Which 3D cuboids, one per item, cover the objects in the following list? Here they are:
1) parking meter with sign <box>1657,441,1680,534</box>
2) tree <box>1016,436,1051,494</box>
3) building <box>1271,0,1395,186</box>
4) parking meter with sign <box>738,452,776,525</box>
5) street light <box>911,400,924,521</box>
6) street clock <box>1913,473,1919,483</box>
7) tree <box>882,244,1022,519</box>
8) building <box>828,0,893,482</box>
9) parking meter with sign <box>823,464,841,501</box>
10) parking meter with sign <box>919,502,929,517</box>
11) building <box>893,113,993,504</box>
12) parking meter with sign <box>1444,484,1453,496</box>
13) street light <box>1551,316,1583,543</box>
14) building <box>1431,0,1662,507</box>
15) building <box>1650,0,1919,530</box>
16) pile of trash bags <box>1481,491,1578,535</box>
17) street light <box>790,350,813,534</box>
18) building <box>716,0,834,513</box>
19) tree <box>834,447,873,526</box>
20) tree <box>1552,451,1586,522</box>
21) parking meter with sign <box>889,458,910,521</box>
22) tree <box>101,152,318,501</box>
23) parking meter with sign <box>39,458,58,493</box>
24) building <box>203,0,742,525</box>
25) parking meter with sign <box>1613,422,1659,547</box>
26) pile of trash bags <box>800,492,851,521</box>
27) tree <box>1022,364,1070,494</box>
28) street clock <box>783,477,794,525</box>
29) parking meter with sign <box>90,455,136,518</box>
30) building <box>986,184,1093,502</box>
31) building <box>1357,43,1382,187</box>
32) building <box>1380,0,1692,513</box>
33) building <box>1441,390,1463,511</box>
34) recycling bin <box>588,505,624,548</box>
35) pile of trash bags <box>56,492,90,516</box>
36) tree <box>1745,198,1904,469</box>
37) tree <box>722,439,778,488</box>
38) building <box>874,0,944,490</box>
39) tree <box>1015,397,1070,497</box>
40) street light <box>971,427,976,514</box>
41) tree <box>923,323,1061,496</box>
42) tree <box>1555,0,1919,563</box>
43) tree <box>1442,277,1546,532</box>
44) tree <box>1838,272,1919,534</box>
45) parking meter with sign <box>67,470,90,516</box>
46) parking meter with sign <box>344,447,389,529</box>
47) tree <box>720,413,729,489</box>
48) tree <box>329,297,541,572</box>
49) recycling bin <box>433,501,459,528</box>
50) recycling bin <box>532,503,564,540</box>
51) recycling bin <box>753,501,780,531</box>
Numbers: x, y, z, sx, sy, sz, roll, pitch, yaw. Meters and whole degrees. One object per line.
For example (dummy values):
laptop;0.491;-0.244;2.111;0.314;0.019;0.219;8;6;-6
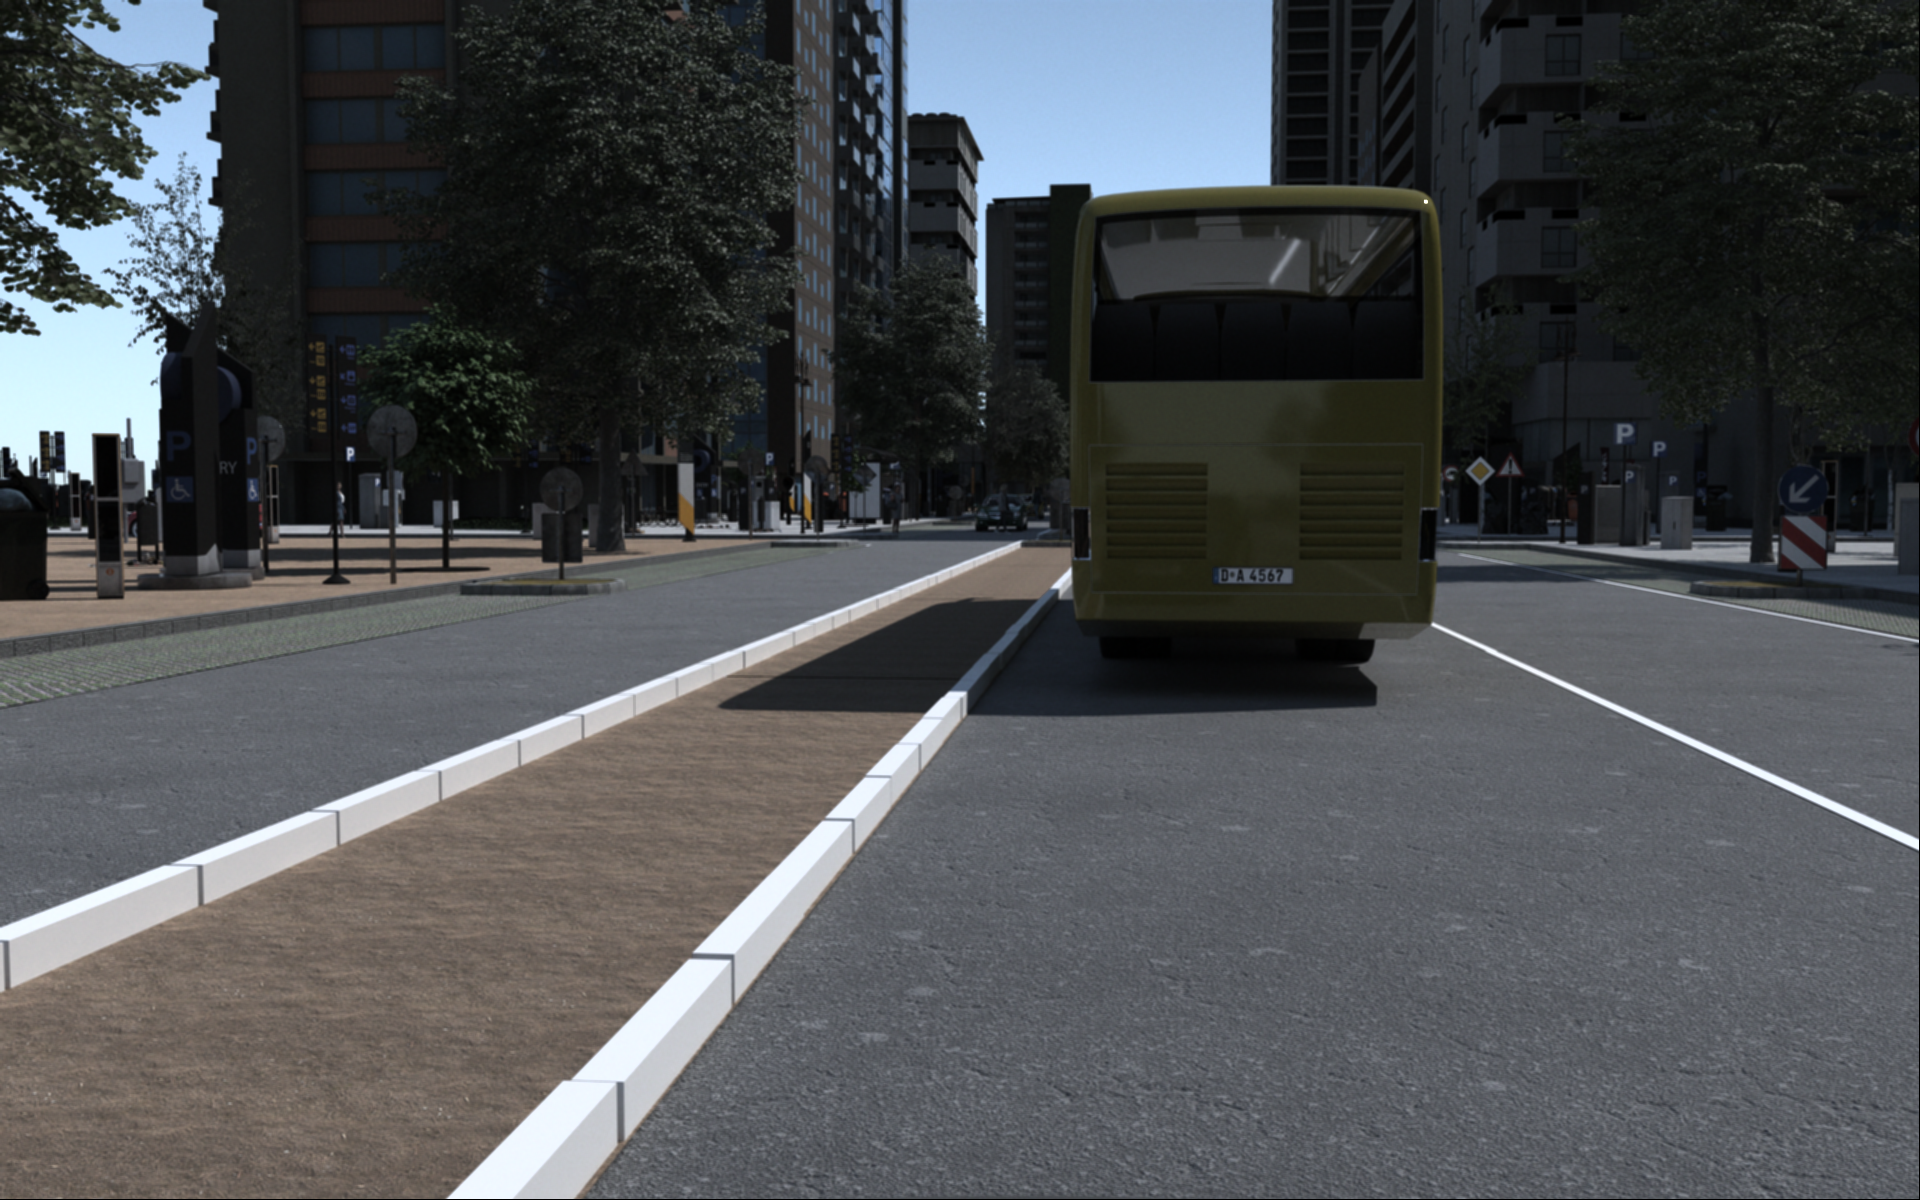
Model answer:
parking meter with sign;22.823;-3.643;55.823;0.543;3.016;1.738;0;4;0
tree;7.254;-13.906;177.726;4.360;8.622;3.978;0;3;0
building;52.209;-48.425;230.001;20.611;71.187;20.563;0;4;6
parking meter with sign;-8.459;-4.627;71.915;0.543;3.016;1.738;3;5;39
street light;-2.079;-6.788;83.765;0.468;5.910;1.993;0;4;6
street clock;32.103;-3.258;57.832;0.471;2.002;0.358;3;5;43
tree;-2.389;-11.227;90.223;9.857;13.997;8.962;0;3;0
building;-18.677;-32.271;147.237;23.786;49.044;30.456;0;4;6
parking meter with sign;-7.656;-6.423;101.278;0.543;3.016;1.738;-3;4;-38
parking meter with sign;-2.599;-6.205;97.718;1.738;3.016;0.543;0;4;6
building;-9.503;-39.814;240.202;27.495;52.752;28.713;0;4;6
parking meter with sign;28.837;-6.616;104.434;1.738;3.016;0.543;2;4;31
street light;15.720;-4.417;45.012;0.468;5.910;1.993;0;4;6
building;45.264;-31.727;107.974;28.713;52.752;27.495;0;4;6
building;40.533;-27.289;69.871;21.600;48.544;21.300;0;4;6
pile of trash bags;18.225;-2.760;54.874;1.912;1.369;3.447;-3;5;-42
street light;-5.088;-5.081;55.863;0.468;5.910;1.993;0;4;6
building;-16.906;-28.761;120.359;14.600;45.320;14.200;0;4;6
tree;-4.055;-4.559;69.134;1.663;3.219;1.824;0;3;0
tree;27.991;-5.136;78.569;1.663;3.219;1.824;0;3;0
parking meter with sign;-2.942;-5.374;84.134;0.543;3.016;1.738;1;4;14
tree;-16.646;-5.388;38.450;4.360;8.622;3.978;0;3;0
parking meter with sign;-43.454;-5.233;81.822;0.543;3.016;1.738;0;4;5
building;-23.278;-26.281;84.316;22.147;44.769;28.867;0;4;6
parking meter with sign;16.668;-2.850;42.853;0.543;3.016;1.738;3;4;36
pile of trash bags;-6.362;-4.595;84.875;1.912;1.369;3.447;-2;4;-34
tree;6.436;-15.976;167.864;9.857;13.997;8.962;0;3;0
street clock;-7.155;-4.141;72.268;0.471;2.002;0.358;0;4;-4
parking meter with sign;-37.804;-4.965;77.441;1.738;3.016;0.543;0;4;6
building;10.662;-33.502;231.344;14.086;41.232;14.154;0;4;6
building;46.612;-31.759;169.366;14.600;45.320;14.200;0;4;6
building;48.860;-32.255;151.067;21.300;48.544;21.600;0;4;6
building;43.517;-22.143;133.743;14.160;30.474;14.107;0;4;6
recycling bin;-8.496;-1.776;41.598;0.722;1.027;0.722;0;4;1
pile of trash bags;-49.850;-5.406;98.137;1.912;1.369;3.447;3;5;44
tree;21.288;-5.683;43.271;4.360;8.622;3.978;0;3;0
tree;-12.601;-7.301;103.081;4.285;4.588;4.351;0;3;0
building;-17.960;-53.374;185.338;31.000;86.520;22.319;0;4;6
tree;9.667;-17.179;199.006;7.486;12.596;7.792;0;3;0
street light;0.849;-8.495;111.676;0.468;5.910;1.993;0;4;6
tree;1.974;-13.002;122.953;12.009;13.543;11.850;0;3;0
tree;14.714;-6.988;32.373;7.486;12.596;7.792;0;3;0
tree;17.525;-6.626;58.693;4.737;8.622;4.395;0;3;0
tree;29.970;-6.421;55.350;4.737;8.622;4.395;0;3;0
parking meter with sign;-47.850;-6.011;94.546;1.738;3.016;0.543;0;4;-4
parking meter with sign;-21.663;-4.116;63.565;1.738;3.016;0.543;1;4;16
tree;-16.062;-9.650;108.147;4.737;8.622;4.395;0;3;0
tree;-8.729;-2.768;28.979;4.285;4.588;4.351;0;3;0
recycling bin;-19.656;-3.283;66.231;0.722;1.027;0.722;1;4;9
recycling bin;-11.562;-2.210;48.685;0.722;1.027;0.722;0;4;4
recycling bin;-6.766;-2.937;60.569;0.722;1.027;0.722;1;4;22
